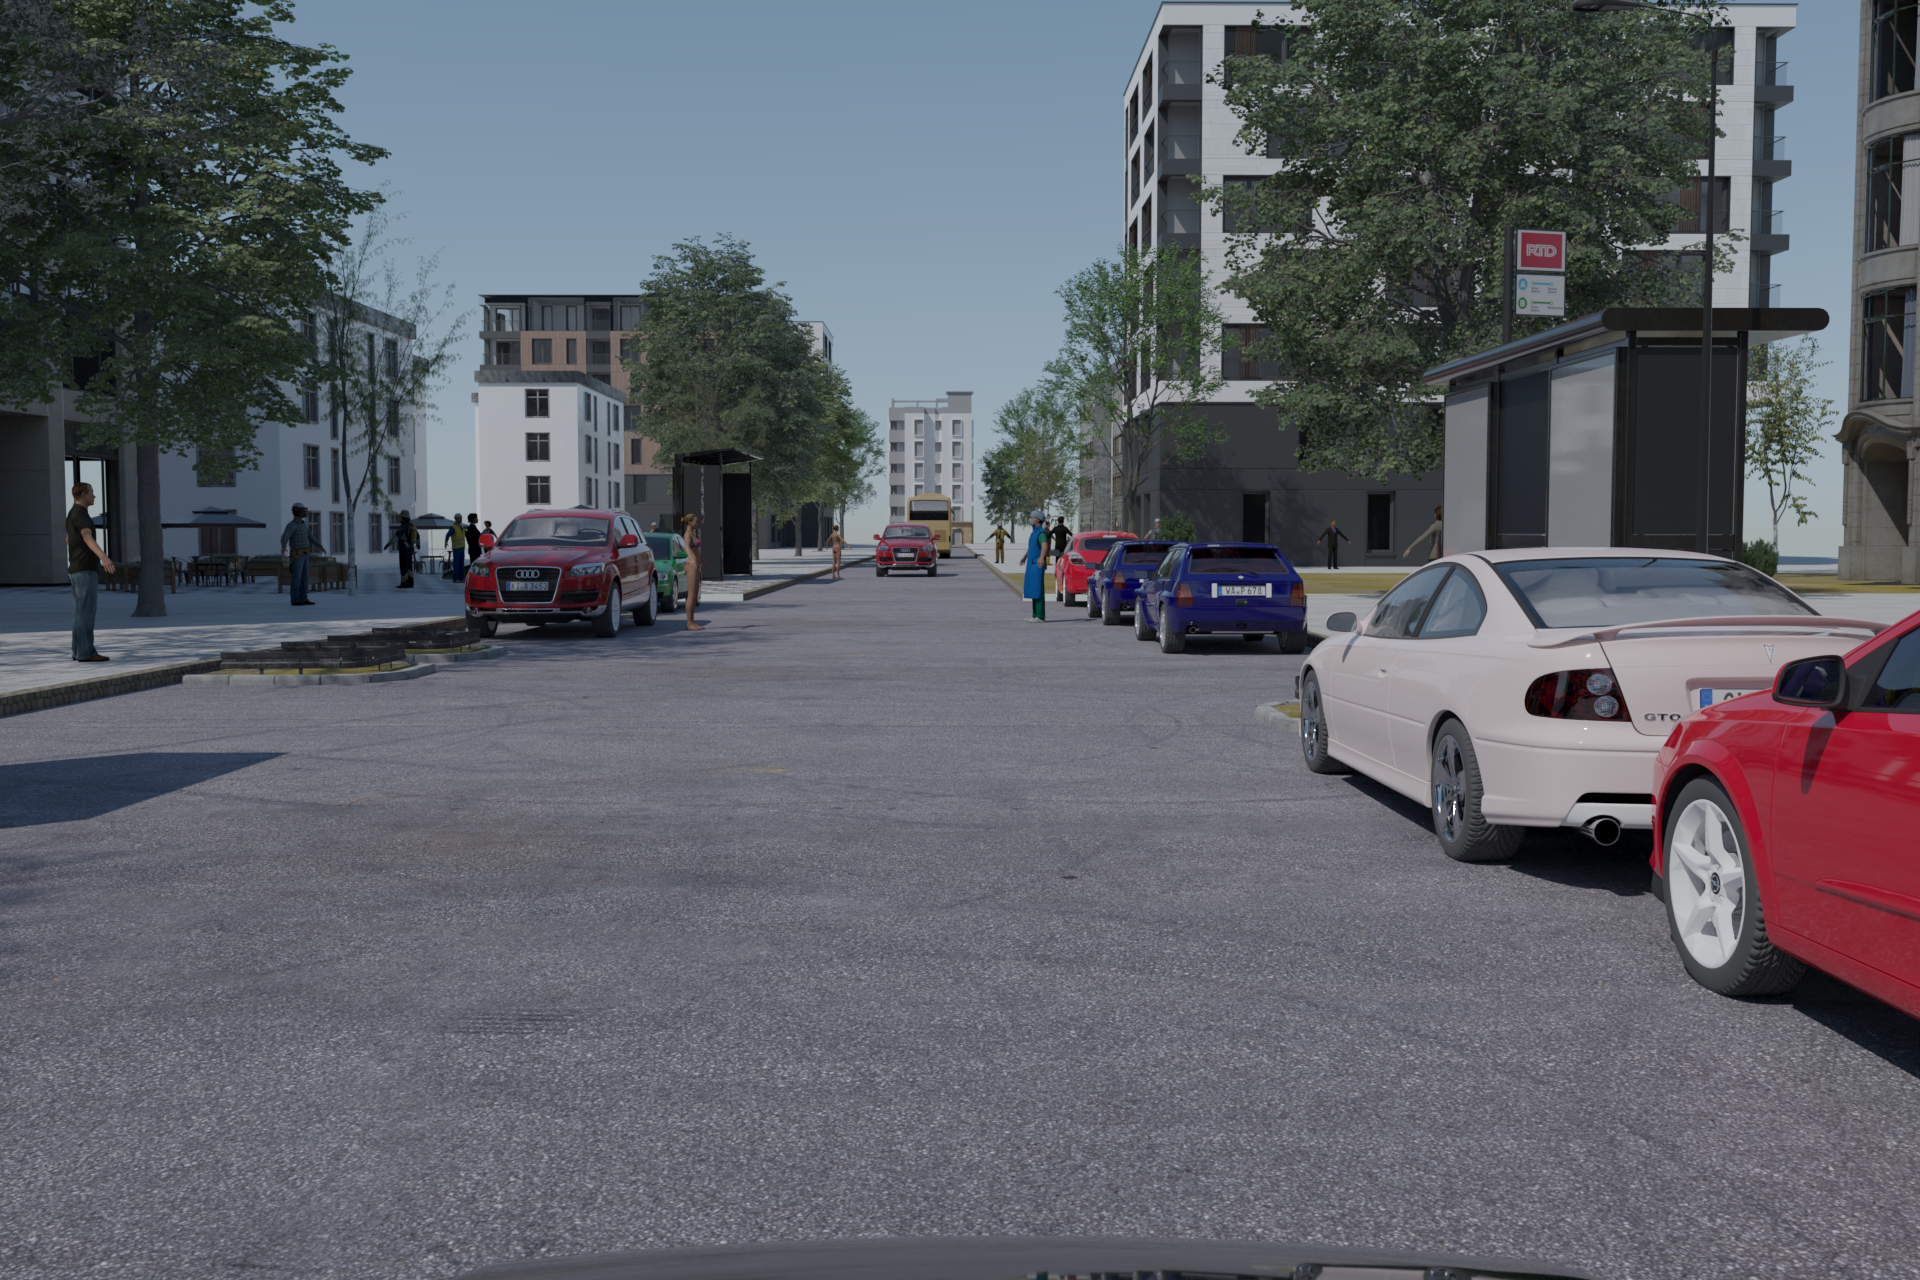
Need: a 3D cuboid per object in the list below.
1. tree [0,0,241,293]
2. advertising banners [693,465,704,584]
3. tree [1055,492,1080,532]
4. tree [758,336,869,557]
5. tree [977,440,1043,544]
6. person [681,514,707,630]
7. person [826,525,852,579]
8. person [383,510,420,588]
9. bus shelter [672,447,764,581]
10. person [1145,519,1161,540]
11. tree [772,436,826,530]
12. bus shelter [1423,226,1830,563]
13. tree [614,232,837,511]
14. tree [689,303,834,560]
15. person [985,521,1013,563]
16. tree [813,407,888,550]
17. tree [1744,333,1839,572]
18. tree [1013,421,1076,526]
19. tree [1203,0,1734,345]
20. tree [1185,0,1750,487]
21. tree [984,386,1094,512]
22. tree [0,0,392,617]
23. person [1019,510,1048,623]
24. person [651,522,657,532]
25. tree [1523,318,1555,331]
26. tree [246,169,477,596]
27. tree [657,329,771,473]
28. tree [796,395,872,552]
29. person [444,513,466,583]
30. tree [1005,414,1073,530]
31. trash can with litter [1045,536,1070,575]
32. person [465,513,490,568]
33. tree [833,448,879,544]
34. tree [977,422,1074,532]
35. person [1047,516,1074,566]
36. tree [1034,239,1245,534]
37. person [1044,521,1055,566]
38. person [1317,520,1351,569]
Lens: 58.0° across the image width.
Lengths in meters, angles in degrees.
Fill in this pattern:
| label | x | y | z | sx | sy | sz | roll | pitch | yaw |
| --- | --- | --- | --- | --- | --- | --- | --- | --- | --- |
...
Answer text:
| label | x | y | z | sx | sy | sz | roll | pitch | yaw |
| --- | --- | --- | --- | --- | --- | --- | --- | --- | --- |
| tree | -12.515 | -6.441 | 15.674 | 12.009 | 13.543 | 11.850 | 0 | 3 | 0 |
| advertising banners | -6.597 | -2.899 | 43.586 | 0.090 | 3.025 | 2.074 | 0 | 4 | 1 |
| tree | 14.974 | -17.415 | 235.090 | 4.737 | 8.622 | 4.395 | 0 | 3 | 0 |
| tree | -8.870 | -11.056 | 98.898 | 7.486 | 12.596 | 7.792 | 0 | 3 | 0 |
| tree | 7.179 | -19.908 | 232.151 | 9.857 | 13.997 | 8.962 | 0 | 3 | 0 |
| person | -3.948 | -1.028 | 26.061 | 0.721 | 1.733 | 1.217 | 0 | 4 | -2 |
| person | -3.922 | -2.851 | 55.873 | 0.721 | 1.733 | 1.217 | -3 | 5 | -44 |
| person | -13.148 | -2.155 | 41.015 | 0.705 | 1.856 | 1.354 | 1 | 4 | 17 |
| bus shelter | -6.915 | -3.594 | 50.053 | 1.731 | 3.624 | 6.357 | 0 | 4 | 1 |
| person | 7.208 | -3.504 | 63.143 | 1.347 | 1.847 | 0.705 | -1 | 4 | -22 |
| tree | -10.013 | -9.557 | 106.619 | 4.360 | 8.622 | 3.978 | 0 | 3 | 0 |
| bus shelter | 6.951 | -2.613 | 20.361 | 2.179 | 5.291 | 8.768 | 0 | 4 | -1 |
| tree | -9.707 | -10.196 | 73.354 | 9.857 | 13.997 | 8.962 | 0 | 3 | 0 |
| tree | -10.018 | -10.204 | 84.958 | 7.486 | 12.596 | 7.792 | 0 | 3 | 0 |
| person | 1.732 | -4.276 | 75.673 | 1.354 | 1.858 | 0.705 | -2 | 4 | -24 |
| tree | -9.435 | -13.132 | 140.470 | 9.928 | 11.665 | 9.643 | 0 | 3 | 0 |
| tree | 26.459 | -6.476 | 56.238 | 4.737 | 8.622 | 4.395 | 0 | 3 | 0 |
| tree | 5.247 | -9.902 | 112.255 | 4.737 | 8.622 | 4.395 | 0 | 3 | 0 |
| tree | 12.933 | -11.620 | 45.869 | 12.611 | 20.169 | 13.585 | 0 | 3 | 0 |
| tree | 9.426 | -7.692 | 32.415 | 9.857 | 13.997 | 8.962 | 0 | 3 | 0 |
| tree | 5.531 | -11.871 | 119.844 | 9.928 | 11.665 | 9.643 | 0 | 3 | 0 |
| tree | -12.839 | -6.653 | 26.908 | 7.486 | 12.596 | 7.792 | 0 | 3 | 0 |
| person | 1.222 | -1.193 | 28.084 | 0.704 | 1.817 | 1.347 | -1 | 4 | -11 |
| person | -12.743 | -4.003 | 71.910 | 1.216 | 1.772 | 0.721 | 2 | 4 | 29 |
| tree | 19.161 | -6.521 | 56.974 | 4.360 | 8.622 | 3.978 | 0 | 3 | 0 |
| tree | -12.865 | -5.222 | 35.738 | 4.360 | 8.622 | 3.978 | 0 | 3 | 0 |
| tree | -9.634 | -6.895 | 63.088 | 4.360 | 8.622 | 3.978 | 0 | 3 | 0 |
| tree | -10.153 | -12.292 | 126.737 | 9.928 | 11.665 | 9.643 | 0 | 3 | 0 |
| person | -13.150 | -2.418 | 45.505 | 0.705 | 1.833 | 1.349 | 1 | 4 | 22 |
| tree | 5.331 | -9.538 | 106.308 | 4.360 | 8.622 | 3.978 | 0 | 3 | 0 |
| trash can with litter | 3.283 | -2.609 | 53.723 | 1.678 | 1.210 | 2.233 | 0 | 4 | -1 |
| person | -10.438 | -1.883 | 37.503 | 0.721 | 1.740 | 1.216 | -2 | 4 | -33 |
| tree | -16.226 | -19.740 | 233.125 | 12.009 | 13.543 | 11.850 | 0 | 3 | 0 |
| tree | 5.681 | -12.437 | 137.765 | 7.601 | 10.594 | 8.767 | 3 | 4 | 36 |
| person | 2.954 | -2.704 | 50.392 | 1.347 | 1.806 | 0.705 | 2 | 4 | 31 |
| tree | 6.165 | -8.297 | 61.415 | 9.928 | 11.665 | 9.643 | 0 | 3 | 0 |
| person | 3.598 | -3.941 | 70.573 | 0.704 | 1.812 | 1.346 | -1 | 4 | -21 |
| person | 13.538 | -3.461 | 62.812 | 1.346 | 1.802 | 0.704 | -1 | 4 | -16 |
